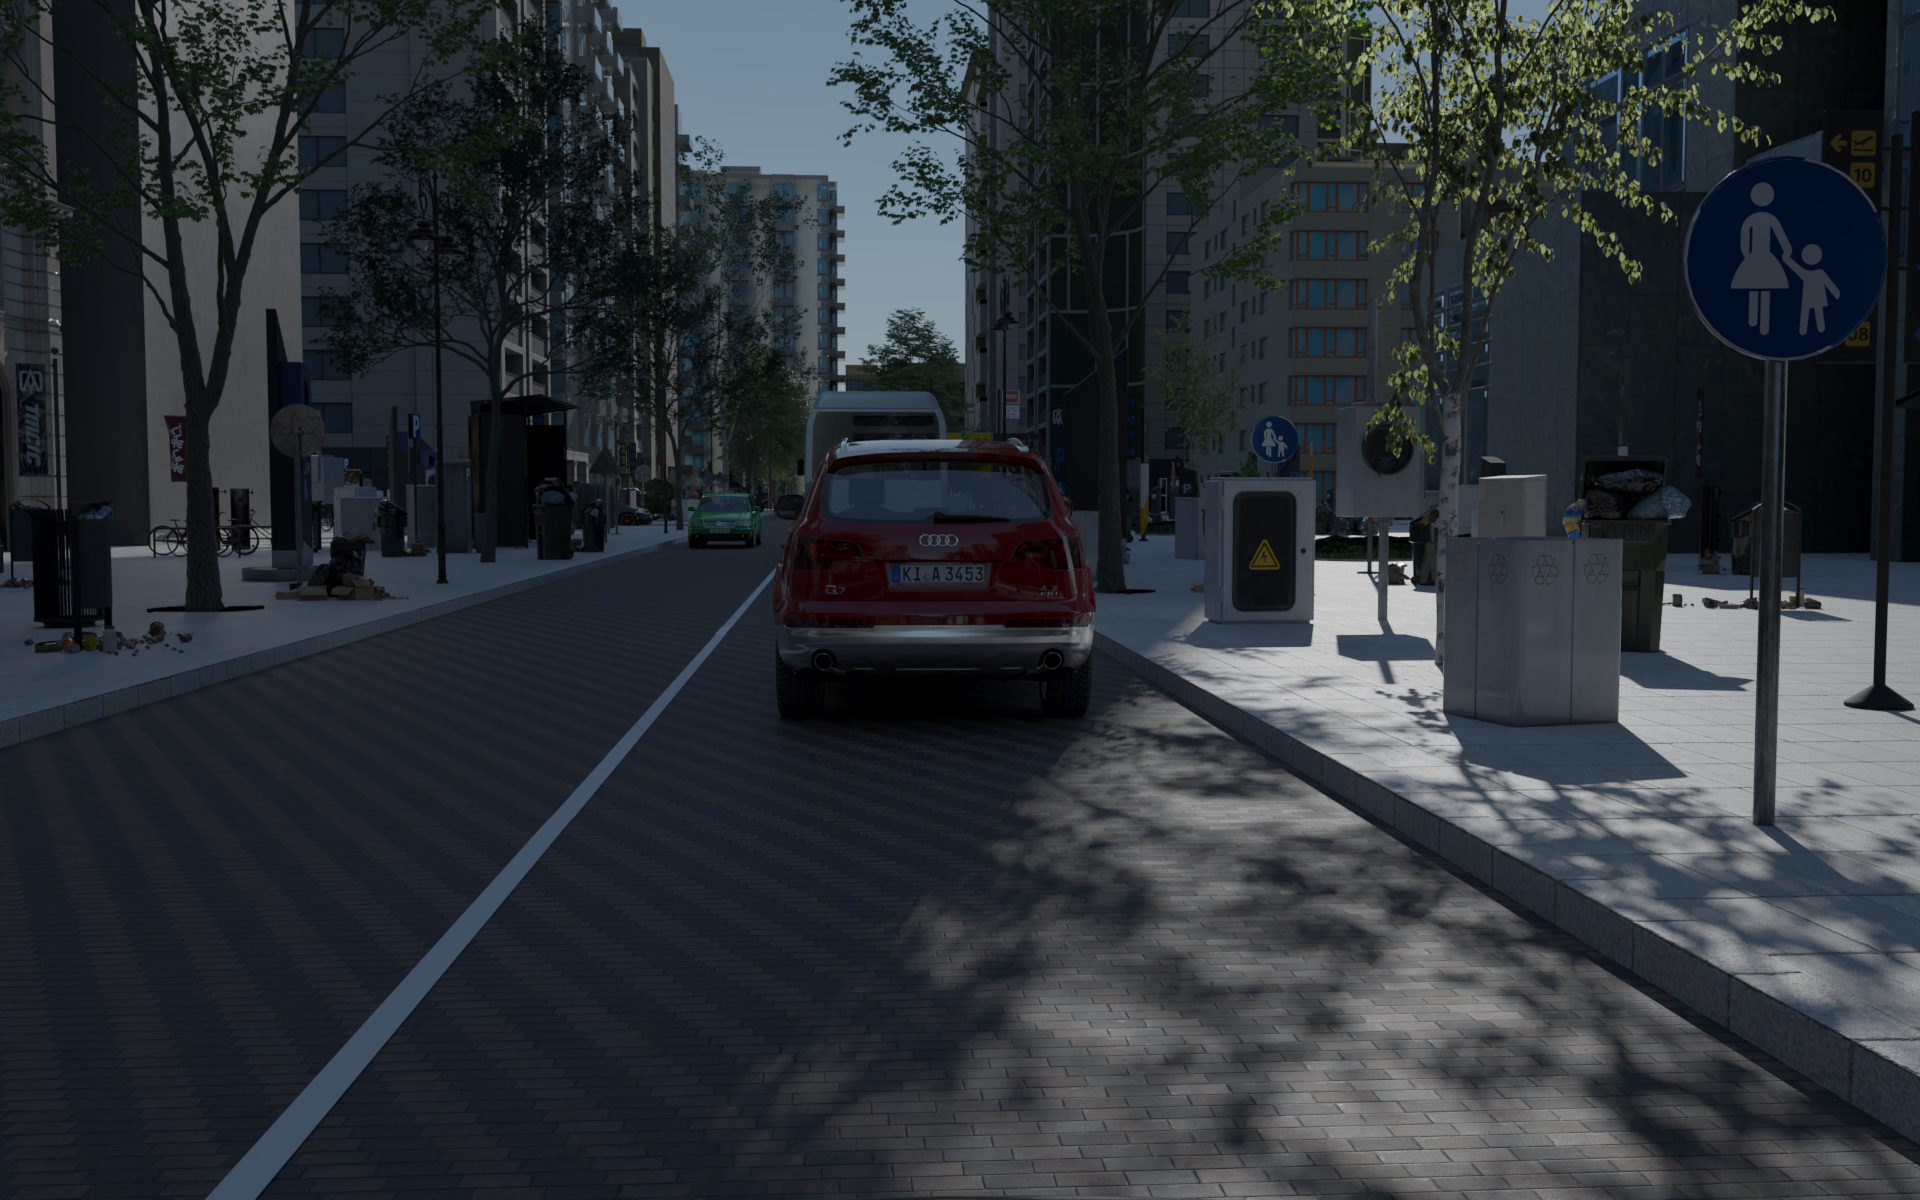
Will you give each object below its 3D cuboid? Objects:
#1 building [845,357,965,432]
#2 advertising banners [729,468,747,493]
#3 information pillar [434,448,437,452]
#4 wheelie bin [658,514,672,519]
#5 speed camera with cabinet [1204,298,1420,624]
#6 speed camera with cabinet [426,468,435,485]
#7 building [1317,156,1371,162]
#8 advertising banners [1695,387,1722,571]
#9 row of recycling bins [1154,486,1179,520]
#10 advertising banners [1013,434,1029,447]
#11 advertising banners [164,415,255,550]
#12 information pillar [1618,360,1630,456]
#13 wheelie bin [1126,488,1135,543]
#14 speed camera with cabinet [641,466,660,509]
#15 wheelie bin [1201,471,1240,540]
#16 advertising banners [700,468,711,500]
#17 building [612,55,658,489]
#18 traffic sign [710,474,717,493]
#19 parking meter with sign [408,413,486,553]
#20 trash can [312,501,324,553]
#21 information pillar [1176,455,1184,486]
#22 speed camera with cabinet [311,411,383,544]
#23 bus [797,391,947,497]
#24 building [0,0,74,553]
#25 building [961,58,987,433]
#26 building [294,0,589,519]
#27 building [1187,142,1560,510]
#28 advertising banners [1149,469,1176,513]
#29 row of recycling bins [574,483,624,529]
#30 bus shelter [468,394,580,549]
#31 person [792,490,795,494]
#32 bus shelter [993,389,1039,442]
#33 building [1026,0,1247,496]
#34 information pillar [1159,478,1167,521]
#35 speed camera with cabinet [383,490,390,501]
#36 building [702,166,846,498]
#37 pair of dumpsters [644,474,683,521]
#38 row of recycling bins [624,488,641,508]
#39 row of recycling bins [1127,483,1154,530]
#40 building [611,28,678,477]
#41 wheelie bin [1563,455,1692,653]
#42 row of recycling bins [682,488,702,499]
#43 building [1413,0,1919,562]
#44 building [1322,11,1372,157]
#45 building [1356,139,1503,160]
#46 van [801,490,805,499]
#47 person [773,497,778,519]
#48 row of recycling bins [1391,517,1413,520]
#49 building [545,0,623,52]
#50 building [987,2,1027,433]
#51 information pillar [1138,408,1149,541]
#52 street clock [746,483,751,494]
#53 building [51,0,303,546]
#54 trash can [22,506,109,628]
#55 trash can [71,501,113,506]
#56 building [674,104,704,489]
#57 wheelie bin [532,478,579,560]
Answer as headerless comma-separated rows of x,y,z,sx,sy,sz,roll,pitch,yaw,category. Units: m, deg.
-2.704,-25.405,260.405,28.899,21.520,27.650,0,4,-4,building
-14.700,-7.207,114.019,0.090,3.025,2.074,2,4,35,advertising banners
-24.594,-5.514,81.508,0.504,3.616,0.183,2,4,26,information pillar
-15.063,-4.940,88.683,0.980,1.594,0.693,1,4,23,wheelie bin
3.516,-1.405,17.315,2.038,3.252,0.660,0,4,-8,speed camera with cabinet
-34.426,-7.151,111.260,2.038,3.252,0.660,3,4,37,speed camera with cabinet
41.633,-32.268,211.175,14.086,41.232,14.154,0,4,-4,building
12.577,-2.016,29.151,0.090,3.025,2.074,2,4,34,advertising banners
10.558,-4.933,87.770,3.534,1.692,1.069,1,4,10,row of recycling bins
2.429,-3.312,50.347,2.074,3.025,0.090,2,4,33,advertising banners
-16.974,-2.630,39.185,0.090,3.025,2.074,3,4,37,advertising banners
11.662,-2.393,30.476,0.183,3.616,0.504,1,4,12,information pillar
4.169,-2.304,45.584,0.693,1.594,0.980,-2,4,-27,wheelie bin
-21.595,-7.720,120.563,2.038,3.252,0.660,-1,4,-19,speed camera with cabinet
3.724,-0.984,23.989,0.693,1.594,0.980,-1,4,-11,wheelie bin
-16.631,-7.189,113.731,0.090,3.025,2.074,1,4,14,advertising banners
-35.407,-28.952,156.961,14.154,41.232,14.086,0,4,-4,building
-15.415,-6.642,108.694,0.768,2.556,0.104,0,4,3,traffic sign
-11.018,-2.532,37.658,1.738,3.016,0.543,0,4,0,parking meter with sign
-14.324,-1.610,37.976,0.748,1.137,0.748,0,3,0,trash can
13.257,-6.922,104.527,0.504,3.616,0.183,1,4,9,information pillar
-14.582,-2.848,40.903,2.038,3.252,0.660,3,5,39,speed camera with cabinet
-2.090,-2.616,37.636,2.948,3.499,13.247,0,4,-5,bus
-25.647,-11.353,27.418,13.314,21.916,24.055,0,4,-4,building
14.872,-37.583,203.718,28.713,52.752,27.495,0,4,-4,building
-32.316,-40.317,97.437,20.563,71.187,20.611,0,4,-4,building
30.816,-15.894,104.914,28.899,21.520,27.650,0,4,-4,building
13.769,-7.437,117.785,2.074,3.025,0.090,1,4,22,advertising banners
-13.570,-3.512,64.531,1.069,1.692,3.534,0,4,2,row of recycling bins
-10.879,-3.203,43.654,1.731,3.624,6.357,0,4,-4,bus shelter
-14.318,-8.614,149.738,0.661,1.777,0.834,3,5,45,person
1.399,-5.274,63.858,2.179,5.291,8.768,0,4,-4,bus shelter
14.045,-42.295,129.780,20.563,71.187,20.611,0,4,-4,building
9.419,-4.650,80.512,0.304,2.012,0.304,-1,4,-9,information pillar
-27.814,-5.453,83.500,2.038,3.252,0.660,0,4,-7,speed camera with cabinet
-32.174,-38.894,255.518,30.456,49.044,23.786,0,4,-4,building
-14.311,-4.951,83.444,1.574,2.255,4.437,0,4,-4,pair of dumpsters
-22.426,-6.749,117.456,1.069,1.692,3.534,-1,4,-22,row of recycling bins
5.130,-3.333,61.609,3.534,1.692,1.069,-3,4,-36,row of recycling bins
-35.649,-31.857,170.969,14.600,45.320,14.200,0,4,-4,building
5.473,-0.386,14.216,0.980,1.594,0.693,1,4,14,wheelie bin
-18.965,-7.075,122.786,1.069,1.692,3.534,1,4,13,row of recycling bins
24.638,-43.891,30.293,22.319,86.520,31.000,0,4,-4,building
50.687,-50.222,259.376,20.611,71.187,20.563,0,4,-4,building
56.772,-34.443,213.253,14.200,45.320,14.600,0,4,-4,building
-13.636,-9.159,156.753,2.013,2.044,4.112,0,4,-4,van
-10.592,-5.303,99.877,0.362,1.253,0.373,-1,4,-13,person
21.119,-4.741,84.628,3.534,1.692,1.069,-3,5,-40,row of recycling bins
-37.639,-31.296,131.300,23.786,49.044,30.456,0,4,-4,building
13.264,-38.750,175.567,21.231,58.520,28.212,0,4,-4,building
5.027,-3.412,47.144,0.183,3.616,0.504,1,4,23,information pillar
-14.318,-6.887,117.172,0.358,2.002,0.471,-3,4,-38,street clock
-32.341,-15.576,48.171,24.014,27.812,14.314,0,4,-4,building
-8.615,-0.310,16.724,0.748,1.137,0.748,0,3,0,trash can
-17.374,-1.409,34.691,0.748,1.137,0.748,0,3,0,trash can
-46.622,-35.582,201.371,30.456,49.044,23.786,0,4,-4,building
-7.965,-1.591,33.928,0.693,1.594,0.980,-3,4,-36,wheelie bin
